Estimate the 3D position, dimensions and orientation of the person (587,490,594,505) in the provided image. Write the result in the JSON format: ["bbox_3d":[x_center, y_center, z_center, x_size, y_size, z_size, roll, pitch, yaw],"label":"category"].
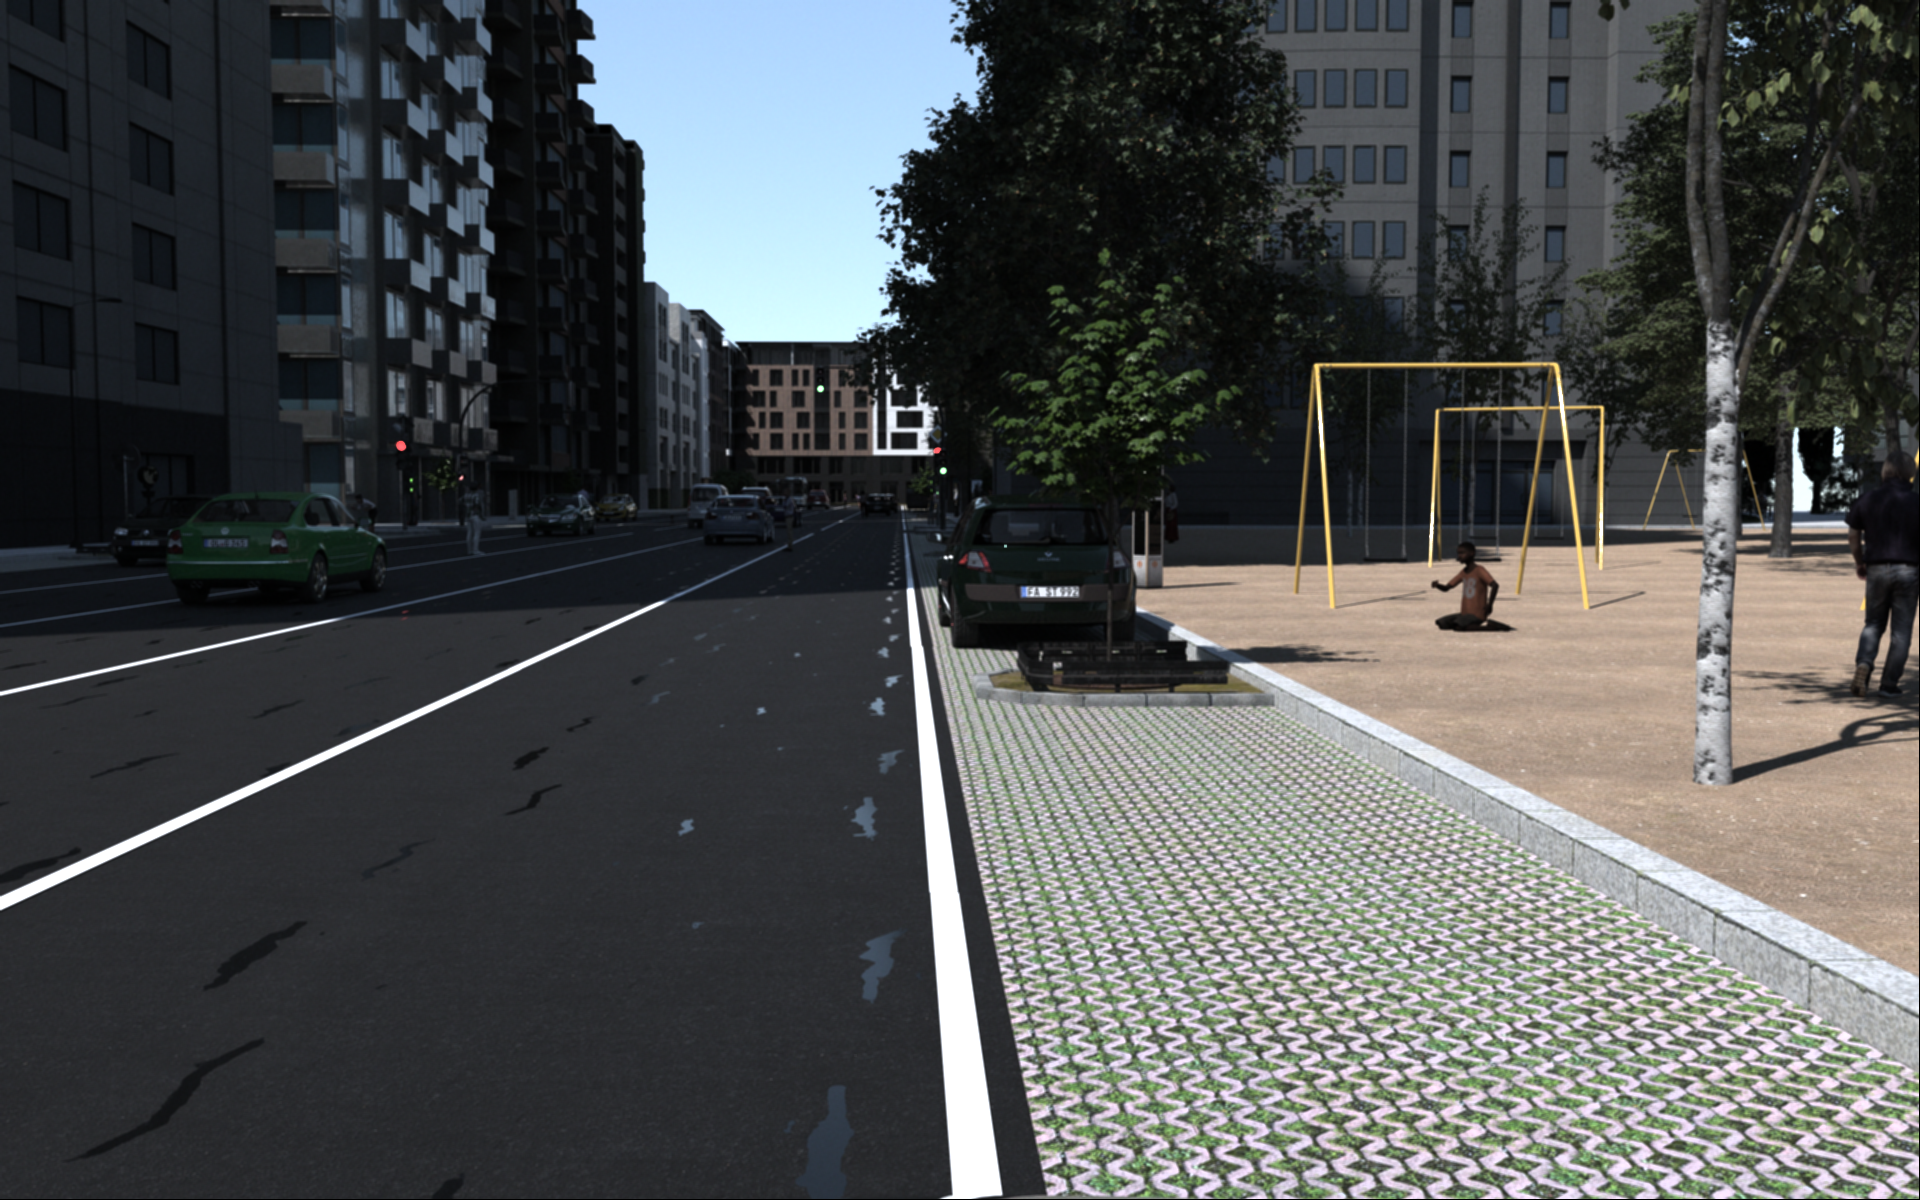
[{"bbox_3d":[-22.908,-6.044,107.079,0.499,1.552,0.429,0,4,-3],"label":"person"}]

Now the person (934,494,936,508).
[{"bbox_3d":[-2.128,-9.255,157.224,0.599,1.838,0.709,-1,4,-10],"label":"person"}]

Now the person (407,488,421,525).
[{"bbox_3d":[-22.850,-3.940,72.327,0.662,1.594,0.647,-3,5,-42],"label":"person"}]

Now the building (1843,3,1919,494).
[{"bbox_3d":[51.451,-24.205,79.341,14.086,41.232,14.154,0,4,-2],"label":"building"}]

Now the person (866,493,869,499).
[{"bbox_3d":[-7.545,-8.102,143.179,0.471,1.553,0.569,0,4,-4],"label":"person"}]

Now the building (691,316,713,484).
[{"bbox_3d":[-34.349,-19.879,181.446,16.016,20.091,11.380,0,4,-2],"label":"building"}]

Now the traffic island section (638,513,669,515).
[{"bbox_3d":[-21.416,-6.021,121.316,1.991,0.108,1.994,0,4,-2],"label":"traffic island section"}]

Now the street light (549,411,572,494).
[{"bbox_3d":[-22.323,-7.587,96.589,1.470,5.913,1.316,0,4,-2],"label":"street light"}]

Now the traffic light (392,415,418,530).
[{"bbox_3d":[-19.645,-4.424,61.254,0.839,4.253,0.868,0,4,-2],"label":"traffic light"}]

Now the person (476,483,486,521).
[{"bbox_3d":[-22.900,-4.682,82.749,0.789,1.805,0.875,2,4,26],"label":"person"}]

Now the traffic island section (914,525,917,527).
[{"bbox_3d":[-0.868,-2.919,70.013,2.009,0.180,2.903,0,4,-2],"label":"traffic island section"}]

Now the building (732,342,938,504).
[{"bbox_3d":[-14.220,-24.404,242.978,32.646,21.610,27.936,0,4,-2],"label":"building"}]

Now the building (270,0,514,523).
[{"bbox_3d":[-35.635,-28.357,83.239,23.786,49.044,30.456,0,4,-2],"label":"building"}]

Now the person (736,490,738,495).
[{"bbox_3d":[-27.314,-12.633,213.267,0.721,1.739,1.217,-1,4,-23],"label":"person"}]

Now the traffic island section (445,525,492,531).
[{"bbox_3d":[-19.959,-2.880,69.368,2.009,0.180,2.903,0,4,-2],"label":"traffic island section"}]

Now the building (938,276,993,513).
[{"bbox_3d":[12.445,-17.507,131.280,27.650,21.520,28.899,0,4,-2],"label":"building"}]

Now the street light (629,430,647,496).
[{"bbox_3d":[-23.261,-9.322,124.952,1.470,5.913,1.316,0,4,-2],"label":"street light"}]

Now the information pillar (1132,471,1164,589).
[{"bbox_3d":[2.544,-1.159,23.445,0.304,2.012,0.304,-3,4,-36],"label":"information pillar"}]

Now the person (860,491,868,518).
[{"bbox_3d":[-5.810,-5.784,104.522,0.517,1.644,0.566,3,5,41],"label":"person"}]

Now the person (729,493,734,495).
[{"bbox_3d":[-27.964,-12.501,210.449,1.348,1.821,0.705,0,4,6],"label":"person"}]

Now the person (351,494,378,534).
[{"bbox_3d":[-18.282,-2.543,53.261,0.628,1.438,0.799,0,4,1],"label":"person"}]

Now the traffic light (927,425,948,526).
[{"bbox_3d":[-0.908,-4.953,69.898,0.839,4.253,0.868,0,4,-2],"label":"traffic light"}]

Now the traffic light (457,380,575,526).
[{"bbox_3d":[-17.831,-5.790,69.341,4.771,5.953,1.251,0,4,-2],"label":"traffic light"}]

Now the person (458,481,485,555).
[{"bbox_3d":[-11.536,-1.945,41.029,0.376,1.734,0.841,-3,5,-44],"label":"person"}]

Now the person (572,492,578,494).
[{"bbox_3d":[-23.753,-6.132,107.111,0.742,1.727,0.445,0,4,2],"label":"person"}]

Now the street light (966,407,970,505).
[{"bbox_3d":[-0.077,-7.148,89.403,1.470,5.913,1.316,0,4,-2],"label":"street light"}]

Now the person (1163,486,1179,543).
[{"bbox_3d":[5.518,-2.243,45.184,0.387,1.526,0.523,-1,4,-16],"label":"person"}]

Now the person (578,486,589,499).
[{"bbox_3d":[-18.148,-4.594,83.475,0.709,1.838,0.599,0,4,-6],"label":"person"}]

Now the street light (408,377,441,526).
[{"bbox_3d":[-21.368,-5.904,69.076,1.470,5.913,1.316,0,4,-2],"label":"street light"}]

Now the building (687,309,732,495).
[{"bbox_3d":[-45.118,-22.091,205.163,32.646,21.610,27.936,0,4,-2],"label":"building"}]

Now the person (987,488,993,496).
[{"bbox_3d":[1.222,-3.900,72.170,0.453,1.535,0.546,0,4,8],"label":"person"}]

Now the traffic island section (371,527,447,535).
[{"bbox_3d":[-19.686,-2.392,61.388,2.009,0.180,2.903,0,4,-2],"label":"traffic island section"}]

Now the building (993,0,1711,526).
[{"bbox_3d":[16.059,-32.844,79.001,28.212,58.520,21.231,0,4,-2],"label":"building"}]

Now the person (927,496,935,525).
[{"bbox_3d":[-1.262,-3.728,73.369,0.340,1.345,0.435,1,4,16],"label":"person"}]

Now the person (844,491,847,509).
[{"bbox_3d":[-10.902,-9.584,165.876,0.721,1.739,1.217,0,4,1],"label":"person"}]

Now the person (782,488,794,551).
[{"bbox_3d":[-4.340,-2.018,43.559,0.319,1.574,0.516,0,4,1],"label":"person"}]

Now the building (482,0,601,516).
[{"bbox_3d":[-36.088,-28.040,113.081,22.147,44.769,28.867,0,4,-2],"label":"building"}]

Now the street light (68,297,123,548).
[{"bbox_3d":[-20.462,-4.187,41.005,1.470,5.913,1.316,0,4,-2],"label":"street light"}]

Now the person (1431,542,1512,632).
[{"bbox_3d":[4.729,-0.119,16.273,0.655,0.850,0.859,-1,4,-20],"label":"person"}]

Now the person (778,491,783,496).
[{"bbox_3d":[-15.275,-8.497,148.140,0.721,1.735,1.217,3,5,39],"label":"person"}]

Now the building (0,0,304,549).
[{"bbox_3d":[-32.784,-37.272,47.657,20.611,71.187,20.563,0,4,-2],"label":"building"}]

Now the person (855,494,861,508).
[{"bbox_3d":[-10.153,-9.888,173.397,0.697,1.427,0.421,1,4,16],"label":"person"}]

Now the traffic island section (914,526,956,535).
[{"bbox_3d":[-0.595,-2.431,62.033,2.009,0.180,2.903,0,4,-2],"label":"traffic island section"}]

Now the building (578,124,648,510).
[{"bbox_3d":[-32.549,-22.232,135.187,14.160,30.474,14.107,0,4,-2],"label":"building"}]

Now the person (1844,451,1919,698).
[{"bbox_3d":[5.802,-0.164,10.940,0.471,1.553,0.569,-1,4,-11],"label":"person"}]

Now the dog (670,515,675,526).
[{"bbox_3d":[-12.772,-3.525,76.914,0.540,0.507,0.406,3,5,44],"label":"dog"}]

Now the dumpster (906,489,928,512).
[{"bbox_3d":[-3.391,-7.983,138.734,1.865,1.857,1.264,0,4,-4],"label":"dumpster"}]

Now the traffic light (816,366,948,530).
[{"bbox_3d":[-2.723,-5.323,61.705,4.771,5.953,1.251,0,4,-2],"label":"traffic light"}]

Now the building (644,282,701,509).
[{"bbox_3d":[-34.228,-17.949,159.924,16.747,18.905,31.486,0,4,-2],"label":"building"}]

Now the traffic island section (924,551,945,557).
[{"bbox_3d":[0.153,-1.055,40.122,1.991,0.108,1.994,0,4,-2],"label":"traffic island section"}]
